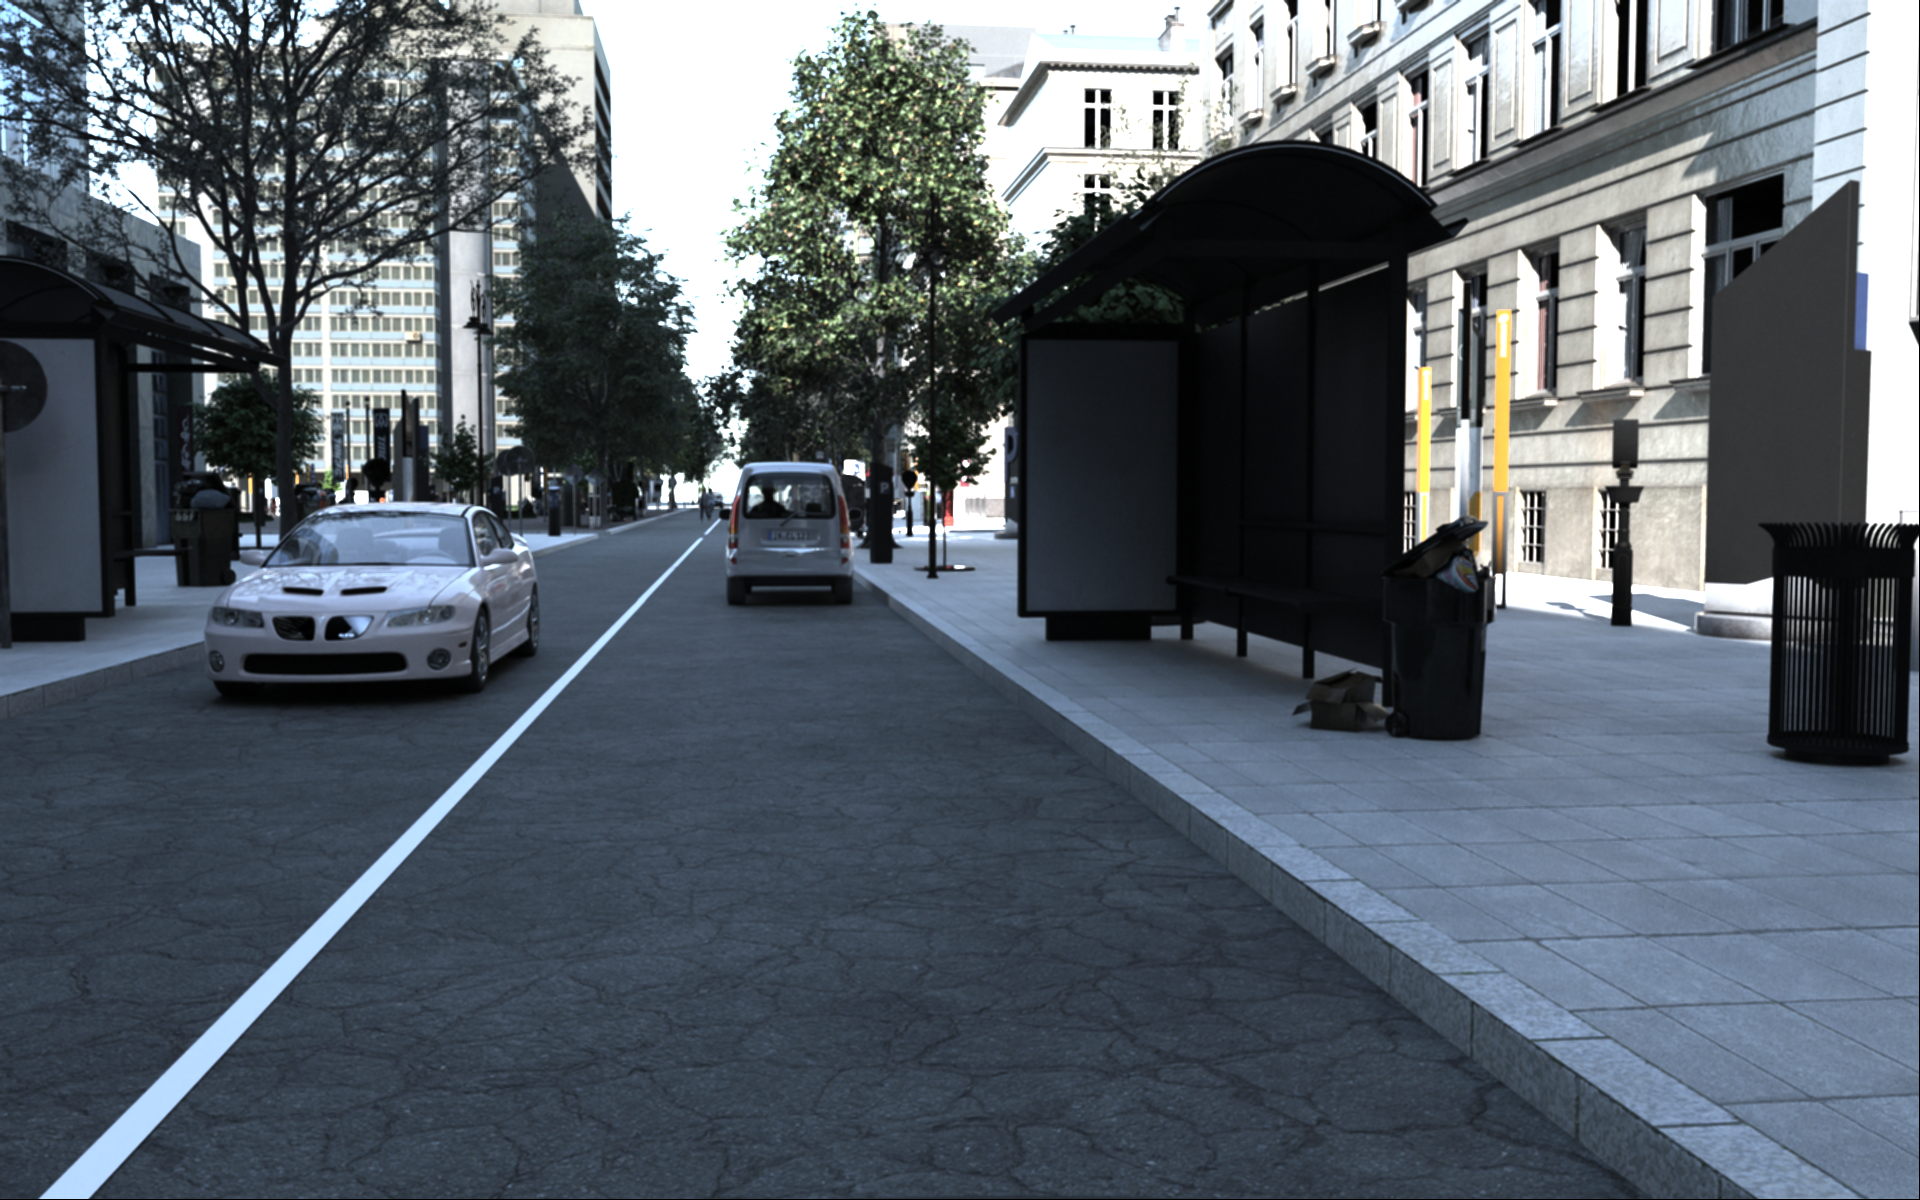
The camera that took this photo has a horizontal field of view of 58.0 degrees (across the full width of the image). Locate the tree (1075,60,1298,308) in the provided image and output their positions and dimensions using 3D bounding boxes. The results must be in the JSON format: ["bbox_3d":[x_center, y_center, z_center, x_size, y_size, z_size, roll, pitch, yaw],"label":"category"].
[{"bbox_3d":[3.807,-4.906,30.578,4.360,8.622,3.978,0,3,0],"label":"tree"}]

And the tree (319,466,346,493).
[{"bbox_3d":[-39.269,-6.934,107.968,1.663,3.219,1.824,0,3,0],"label":"tree"}]

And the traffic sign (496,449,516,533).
[{"bbox_3d":[-12.789,-2.999,49.148,0.768,2.556,0.104,0,3,0],"label":"traffic sign"}]

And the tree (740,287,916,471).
[{"bbox_3d":[-5.013,-8.471,72.916,7.601,10.594,8.767,-3,4,-36],"label":"tree"}]

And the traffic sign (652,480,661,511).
[{"bbox_3d":[-22.458,-7.713,128.235,0.606,2.300,0.079,0,4,-7],"label":"traffic sign"}]

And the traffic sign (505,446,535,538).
[{"bbox_3d":[-11.567,-2.780,45.566,0.768,2.556,0.104,0,4,-6],"label":"traffic sign"}]

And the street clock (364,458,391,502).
[{"bbox_3d":[-11.833,-1.874,35.206,0.471,2.002,0.358,-3,5,-40],"label":"street clock"}]

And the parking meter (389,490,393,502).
[{"bbox_3d":[-38.147,-6.606,116.415,0.372,1.533,0.369,0,3,0],"label":"parking meter"}]

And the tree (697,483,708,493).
[{"bbox_3d":[-38.987,-16.410,262.906,1.663,3.219,1.824,0,3,0],"label":"tree"}]

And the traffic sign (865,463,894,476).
[{"bbox_3d":[-2.396,-3.162,51.708,0.884,2.594,0.081,0,4,1],"label":"traffic sign"}]

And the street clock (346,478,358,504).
[{"bbox_3d":[-27.006,-4.429,76.984,0.358,2.002,0.471,3,5,40],"label":"street clock"}]

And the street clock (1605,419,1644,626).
[{"bbox_3d":[6.465,-0.752,16.872,0.358,2.002,0.471,1,4,20],"label":"street clock"}]

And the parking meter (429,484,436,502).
[{"bbox_3d":[-30.738,-5.814,100.766,0.399,1.863,0.255,-2,4,-30],"label":"parking meter"}]

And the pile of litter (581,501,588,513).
[{"bbox_3d":[-25.740,-6.330,117.462,1.176,0.858,1.719,-1,4,-22],"label":"pile of litter"}]

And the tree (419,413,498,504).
[{"bbox_3d":[-11.835,-2.871,41.548,1.663,3.219,1.824,0,3,0],"label":"tree"}]

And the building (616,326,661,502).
[{"bbox_3d":[-56.823,-31.430,285.575,14.160,30.474,14.107,0,4,-7],"label":"building"}]

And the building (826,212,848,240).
[{"bbox_3d":[-10.645,-43.870,259.272,21.231,58.520,28.212,0,4,-7],"label":"building"}]

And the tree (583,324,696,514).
[{"bbox_3d":[-20.399,-11.743,110.127,7.486,12.596,7.792,0,3,0],"label":"tree"}]

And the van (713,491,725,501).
[{"bbox_3d":[-31.672,-13.415,226.341,2.013,2.044,4.112,0,4,-7],"label":"van"}]

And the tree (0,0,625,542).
[{"bbox_3d":[-10.426,-7.081,26.151,12.009,13.543,11.850,0,3,0],"label":"tree"}]

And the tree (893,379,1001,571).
[{"bbox_3d":[-0.127,-2.112,29.128,1.663,3.219,1.824,0,3,0],"label":"tree"}]

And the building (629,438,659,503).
[{"bbox_3d":[-60.487,-25.563,262.999,27.650,21.520,28.899,0,4,-7],"label":"building"}]

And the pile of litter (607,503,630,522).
[{"bbox_3d":[-15.772,-4.017,79.650,1.176,0.858,1.719,-1,4,-18],"label":"pile of litter"}]

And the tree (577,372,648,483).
[{"bbox_3d":[-18.029,-8.584,90.704,4.360,8.622,3.978,0,3,0],"label":"tree"}]

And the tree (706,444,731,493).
[{"bbox_3d":[-41.388,-22.029,285.923,9.928,11.665,9.643,0,3,0],"label":"tree"}]

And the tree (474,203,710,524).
[{"bbox_3d":[-15.735,-10.298,75.034,9.857,13.997,8.962,0,3,0],"label":"tree"}]

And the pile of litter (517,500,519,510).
[{"bbox_3d":[-31.017,-6.678,123.150,1.176,0.858,1.719,-2,4,-28],"label":"pile of litter"}]

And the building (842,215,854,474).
[{"bbox_3d":[-1.601,-35.005,191.947,23.786,49.044,30.456,0,4,-7],"label":"building"}]

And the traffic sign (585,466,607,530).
[{"bbox_3d":[-13.055,-3.578,62.145,0.795,2.450,0.064,0,4,-7],"label":"traffic sign"}]

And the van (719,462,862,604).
[{"bbox_3d":[-2.340,-1.033,23.901,2.013,2.044,4.112,0,4,-5],"label":"van"}]

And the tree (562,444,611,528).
[{"bbox_3d":[-14.153,-4.396,66.482,1.663,3.219,1.824,0,3,0],"label":"tree"}]

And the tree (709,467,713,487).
[{"bbox_3d":[-40.068,-19.548,269.973,4.360,8.622,3.978,0,3,0],"label":"tree"}]

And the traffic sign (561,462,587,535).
[{"bbox_3d":[-12.068,-3.093,54.220,0.795,2.450,0.064,0,4,-7],"label":"traffic sign"}]

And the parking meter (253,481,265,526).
[{"bbox_3d":[-27.917,-3.872,69.019,0.255,1.863,0.399,3,5,40],"label":"parking meter"}]

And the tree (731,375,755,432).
[{"bbox_3d":[-29.688,-24.568,257.571,12.611,20.169,13.585,0,3,0],"label":"tree"}]

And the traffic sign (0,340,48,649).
[{"bbox_3d":[-7.931,-0.870,14.324,0.768,2.556,0.104,0,4,-4],"label":"traffic sign"}]

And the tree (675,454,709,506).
[{"bbox_3d":[-29.541,-14.529,187.912,4.360,8.622,3.978,0,3,0],"label":"tree"}]

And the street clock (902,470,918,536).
[{"bbox_3d":[-1.525,-2.927,52.422,0.471,2.002,0.358,0,4,4],"label":"street clock"}]

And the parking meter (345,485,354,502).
[{"bbox_3d":[-32.191,-5.235,91.296,0.399,1.863,0.255,1,4,15],"label":"parking meter"}]

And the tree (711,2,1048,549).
[{"bbox_3d":[-1.809,-7.564,40.683,9.611,12.733,9.660,0,3,0],"label":"tree"}]

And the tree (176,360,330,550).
[{"bbox_3d":[-16.309,-3.465,40.374,4.285,4.588,4.351,0,3,0],"label":"tree"}]

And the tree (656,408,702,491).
[{"bbox_3d":[-23.661,-11.795,143.217,4.737,8.622,4.395,0,3,0],"label":"tree"}]

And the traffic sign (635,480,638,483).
[{"bbox_3d":[-24.055,-7.822,127.887,0.884,2.594,0.081,0,4,1],"label":"traffic sign"}]

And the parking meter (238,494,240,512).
[{"bbox_3d":[-48.701,-6.624,116.715,0.372,1.533,0.369,0,3,0],"label":"parking meter"}]

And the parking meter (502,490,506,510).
[{"bbox_3d":[-32.286,-6.969,122.359,0.372,1.533,0.369,0,3,0],"label":"parking meter"}]

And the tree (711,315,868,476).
[{"bbox_3d":[-9.387,-11.503,98.440,12.009,13.543,11.850,0,3,0],"label":"tree"}]

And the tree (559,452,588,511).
[{"bbox_3d":[-29.267,-9.116,132.762,4.285,4.588,4.351,0,3,0],"label":"tree"}]

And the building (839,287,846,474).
[{"bbox_3d":[-11.975,-28.515,237.919,14.160,30.474,14.107,0,4,-7],"label":"building"}]

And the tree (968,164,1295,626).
[{"bbox_3d":[1.809,-2.056,17.337,4.285,4.588,4.351,0,3,0],"label":"tree"}]

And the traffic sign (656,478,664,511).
[{"bbox_3d":[-23.465,-8.258,135.120,0.768,2.556,0.104,0,4,-5],"label":"traffic sign"}]

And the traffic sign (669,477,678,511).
[{"bbox_3d":[-22.039,-8.119,132.847,0.768,2.556,0.104,0,4,0],"label":"traffic sign"}]

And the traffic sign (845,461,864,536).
[{"bbox_3d":[-3.213,-3.110,52.980,0.606,2.300,0.079,0,4,2],"label":"traffic sign"}]

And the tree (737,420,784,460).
[{"bbox_3d":[-19.405,-15.926,178.524,7.486,12.596,7.792,0,3,0],"label":"tree"}]
